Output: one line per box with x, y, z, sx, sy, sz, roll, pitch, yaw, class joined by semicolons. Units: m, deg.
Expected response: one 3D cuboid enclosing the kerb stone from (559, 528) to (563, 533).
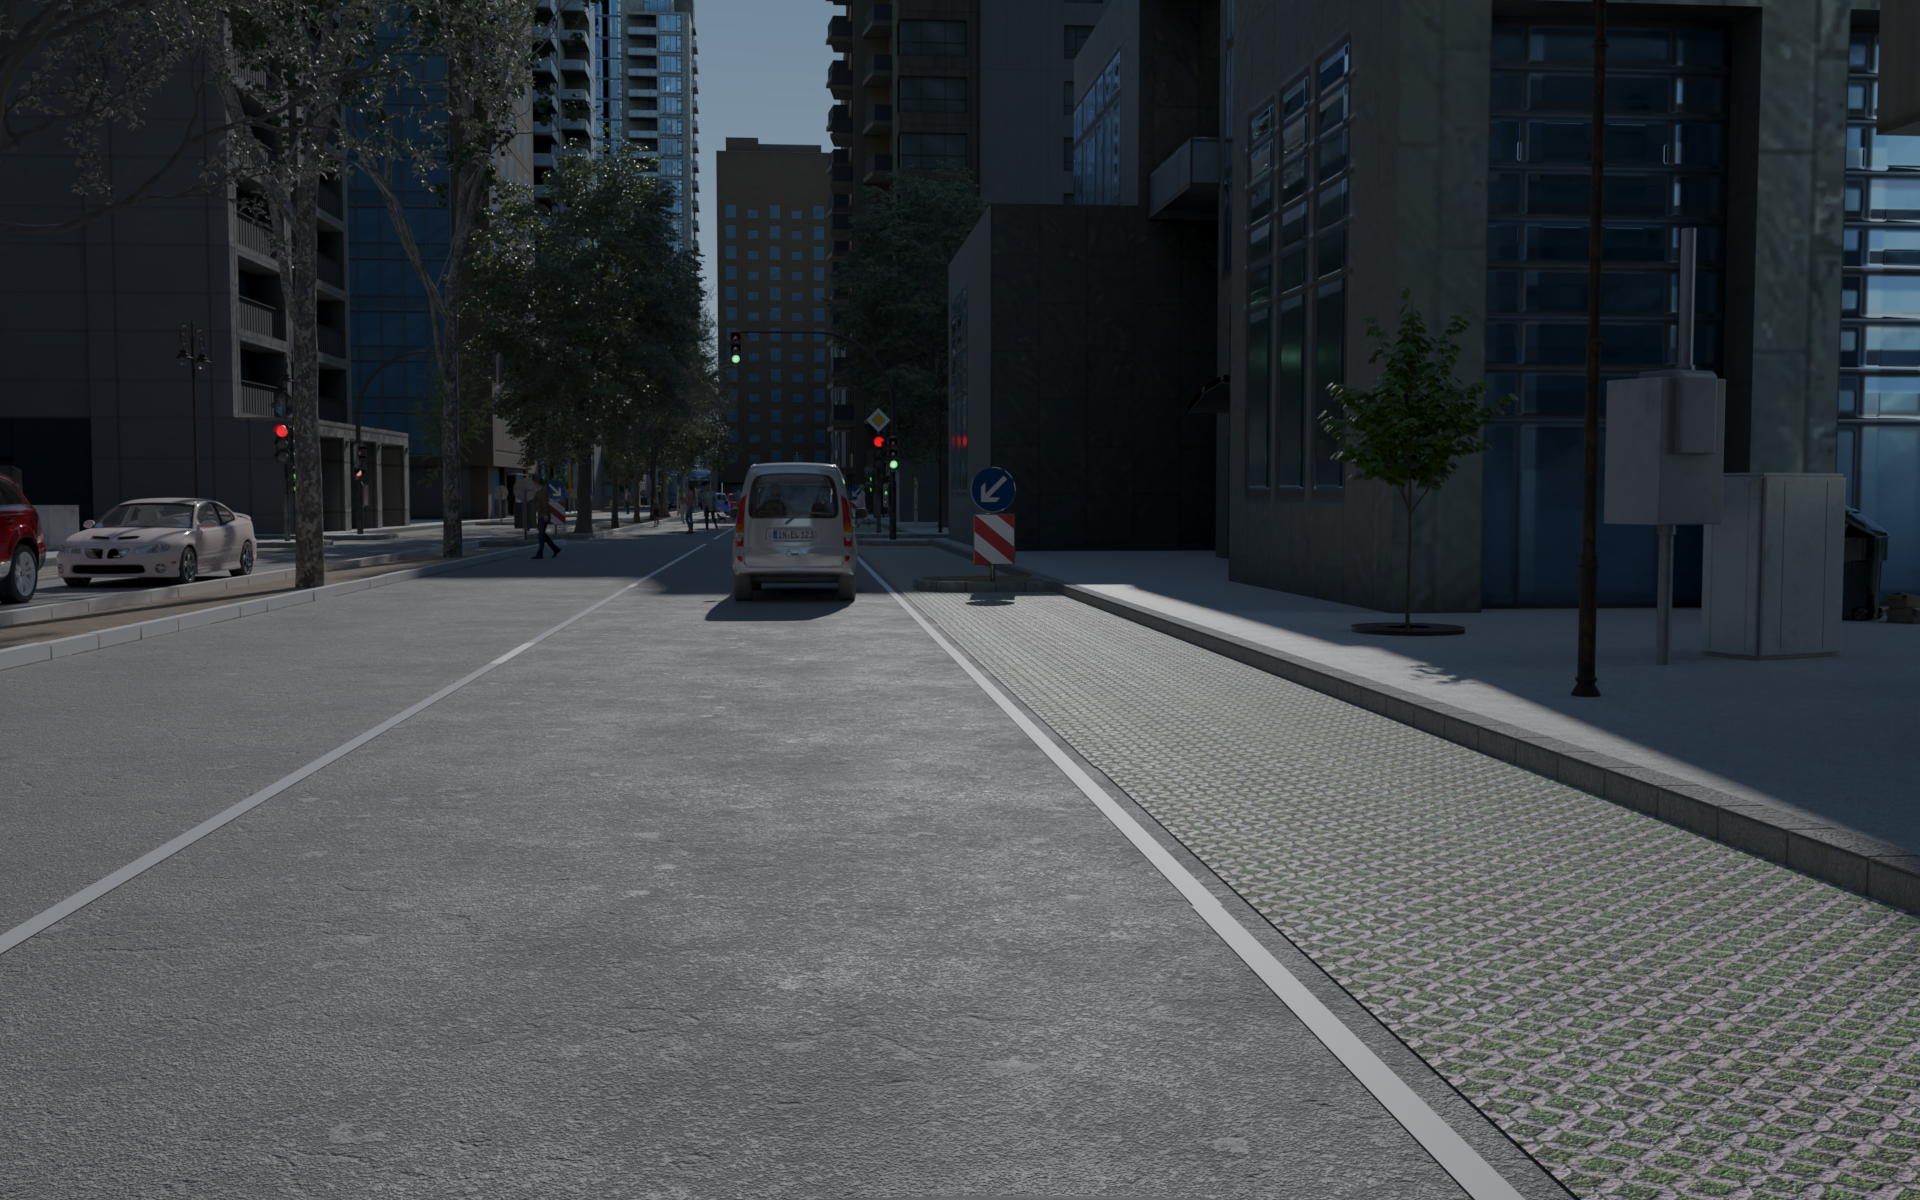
-14.617;-2.482;62.789;0.120;0.150;1.000;0;4;-5;kerb stone

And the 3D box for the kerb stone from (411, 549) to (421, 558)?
-12.316;-1.015;38.817;0.120;0.150;1.000;0;4;-5;kerb stone

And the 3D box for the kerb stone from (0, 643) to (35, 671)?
-7.876;0.472;14.471;0.120;0.150;1.000;0;4;-5;kerb stone

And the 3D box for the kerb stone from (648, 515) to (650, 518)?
-18.257;-4.792;100.545;0.120;0.150;1.000;0;4;-5;kerb stone

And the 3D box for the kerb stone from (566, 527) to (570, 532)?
-14.819;-2.608;64.830;0.120;0.150;1.000;0;4;-5;kerb stone

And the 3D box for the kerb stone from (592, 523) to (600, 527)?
-15.810;-3.232;75.042;0.120;0.150;1.000;0;4;-5;kerb stone

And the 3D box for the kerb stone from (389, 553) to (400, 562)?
-12.118;-0.889;36.770;0.120;0.150;1.000;0;4;-5;kerb stone

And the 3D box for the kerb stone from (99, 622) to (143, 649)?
-8.066;0.350;16.510;0.120;0.150;1.000;0;4;-5;kerb stone

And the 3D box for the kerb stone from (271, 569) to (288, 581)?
-11.339;-0.391;28.591;0.120;0.150;1.000;0;4;-5;kerb stone

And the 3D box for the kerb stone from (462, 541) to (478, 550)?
-13.010;-1.454;45.962;0.120;0.150;1.000;0;4;-5;kerb stone

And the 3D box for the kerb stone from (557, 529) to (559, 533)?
-14.523;-2.421;61.771;0.120;0.150;1.000;0;4;-5;kerb stone

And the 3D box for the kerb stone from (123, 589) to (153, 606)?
-10.748;-0.017;22.467;0.120;0.150;1.000;0;4;-5;kerb stone

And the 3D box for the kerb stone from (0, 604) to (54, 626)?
-10.454;0.171;19.398;0.120;0.150;1.000;0;4;-5;kerb stone

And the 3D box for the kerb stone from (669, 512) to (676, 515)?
-20.412;-6.165;122.992;0.120;0.150;1.000;0;4;-5;kerb stone

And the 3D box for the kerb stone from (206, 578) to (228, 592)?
-11.043;-0.203;25.522;0.120;0.150;1.000;0;4;-5;kerb stone

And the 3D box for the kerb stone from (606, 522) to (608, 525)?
-16.093;-3.417;78.099;0.120;0.150;1.000;0;4;-5;kerb stone

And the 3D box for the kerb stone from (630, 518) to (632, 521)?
-17.170;-4.104;89.300;0.120;0.150;1.000;0;4;-5;kerb stone

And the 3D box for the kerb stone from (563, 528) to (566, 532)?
-14.719;-2.543;63.809;0.120;0.150;1.000;0;4;-5;kerb stone

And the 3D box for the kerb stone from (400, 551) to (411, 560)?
-12.218;-0.954;37.790;0.120;0.150;1.000;0;4;-5;kerb stone

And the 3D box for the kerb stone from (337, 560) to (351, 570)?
-11.729;-0.640;32.664;0.120;0.150;1.000;0;4;-5;kerb stone

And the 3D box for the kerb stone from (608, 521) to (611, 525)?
-16.188;-3.477;79.117;0.120;0.150;1.000;0;4;-5;kerb stone

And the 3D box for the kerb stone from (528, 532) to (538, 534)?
-14.033;-2.108;56.664;0.120;0.150;1.000;0;4;-5;kerb stone

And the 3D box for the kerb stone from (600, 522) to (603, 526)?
-15.895;-3.295;76.061;0.120;0.150;1.000;0;4;-5;kerb stone

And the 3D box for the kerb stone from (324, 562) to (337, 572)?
-11.630;-0.578;31.647;0.120;0.150;1.000;0;4;-5;kerb stone

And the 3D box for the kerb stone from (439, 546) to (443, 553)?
-12.612;-1.204;41.875;0.120;0.150;1.000;0;4;-5;kerb stone

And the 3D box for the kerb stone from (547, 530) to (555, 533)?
-14.427;-2.356;60.751;0.120;0.150;1.000;0;4;-5;kerb stone

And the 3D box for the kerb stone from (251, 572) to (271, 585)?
-11.231;-0.329;27.572;0.120;0.150;1.000;0;4;-5;kerb stone

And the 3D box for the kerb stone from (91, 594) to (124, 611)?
-10.645;0.050;21.449;0.120;0.150;1.000;0;4;-5;kerb stone

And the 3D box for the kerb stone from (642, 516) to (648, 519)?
-18.149;-4.730;99.524;0.120;0.150;1.000;0;4;-5;kerb stone

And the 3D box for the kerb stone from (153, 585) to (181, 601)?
-10.845;-0.079;23.486;0.120;0.150;1.000;0;4;-5;kerb stone

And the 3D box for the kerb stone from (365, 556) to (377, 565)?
-11.923;-0.766;34.712;0.120;0.150;1.000;0;4;-5;kerb stone

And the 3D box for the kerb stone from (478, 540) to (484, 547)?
-13.102;-1.512;46.980;0.120;0.150;1.000;0;4;-5;kerb stone

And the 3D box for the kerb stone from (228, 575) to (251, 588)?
-11.137;-0.265;26.554;0.120;0.150;1.000;0;4;-5;kerb stone

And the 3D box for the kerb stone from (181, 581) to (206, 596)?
-10.938;-0.141;24.505;0.120;0.150;1.000;0;4;-5;kerb stone

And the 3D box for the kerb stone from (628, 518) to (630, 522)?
-17.069;-4.036;88.283;0.120;0.150;1.000;0;4;-5;kerb stone

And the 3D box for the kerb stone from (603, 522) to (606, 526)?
-15.998;-3.356;77.081;0.120;0.150;1.000;0;4;-5;kerb stone

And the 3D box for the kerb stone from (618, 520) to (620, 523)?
-16.584;-3.726;83.195;0.120;0.150;1.000;0;4;-5;kerb stone

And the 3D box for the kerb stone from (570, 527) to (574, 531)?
-14.916;-2.666;65.848;0.120;0.150;1.000;0;4;-5;kerb stone

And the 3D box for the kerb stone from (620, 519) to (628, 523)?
-16.979;-3.980;87.265;0.120;0.150;1.000;0;4;-5;kerb stone

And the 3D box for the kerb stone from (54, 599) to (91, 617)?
-10.550;0.108;20.424;0.120;0.150;1.000;0;4;-5;kerb stone

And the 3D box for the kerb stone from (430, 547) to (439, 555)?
-12.511;-1.141;40.856;0.120;0.150;1.000;0;4;-5;kerb stone

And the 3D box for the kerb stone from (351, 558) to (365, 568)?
-11.819;-0.703;33.696;0.120;0.150;1.000;0;4;-5;kerb stone

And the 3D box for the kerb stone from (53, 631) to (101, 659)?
-7.969;0.418;15.489;0.120;0.150;1.000;0;4;-5;kerb stone

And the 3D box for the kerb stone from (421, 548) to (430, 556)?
-12.422;-1.079;39.838;0.120;0.150;1.000;0;4;-5;kerb stone

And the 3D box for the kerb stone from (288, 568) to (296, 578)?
-11.433;-0.454;29.611;0.120;0.150;1.000;0;4;-5;kerb stone

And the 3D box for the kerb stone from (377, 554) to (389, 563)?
-12.022;-0.828;35.736;0.120;0.150;1.000;0;4;-5;kerb stone
